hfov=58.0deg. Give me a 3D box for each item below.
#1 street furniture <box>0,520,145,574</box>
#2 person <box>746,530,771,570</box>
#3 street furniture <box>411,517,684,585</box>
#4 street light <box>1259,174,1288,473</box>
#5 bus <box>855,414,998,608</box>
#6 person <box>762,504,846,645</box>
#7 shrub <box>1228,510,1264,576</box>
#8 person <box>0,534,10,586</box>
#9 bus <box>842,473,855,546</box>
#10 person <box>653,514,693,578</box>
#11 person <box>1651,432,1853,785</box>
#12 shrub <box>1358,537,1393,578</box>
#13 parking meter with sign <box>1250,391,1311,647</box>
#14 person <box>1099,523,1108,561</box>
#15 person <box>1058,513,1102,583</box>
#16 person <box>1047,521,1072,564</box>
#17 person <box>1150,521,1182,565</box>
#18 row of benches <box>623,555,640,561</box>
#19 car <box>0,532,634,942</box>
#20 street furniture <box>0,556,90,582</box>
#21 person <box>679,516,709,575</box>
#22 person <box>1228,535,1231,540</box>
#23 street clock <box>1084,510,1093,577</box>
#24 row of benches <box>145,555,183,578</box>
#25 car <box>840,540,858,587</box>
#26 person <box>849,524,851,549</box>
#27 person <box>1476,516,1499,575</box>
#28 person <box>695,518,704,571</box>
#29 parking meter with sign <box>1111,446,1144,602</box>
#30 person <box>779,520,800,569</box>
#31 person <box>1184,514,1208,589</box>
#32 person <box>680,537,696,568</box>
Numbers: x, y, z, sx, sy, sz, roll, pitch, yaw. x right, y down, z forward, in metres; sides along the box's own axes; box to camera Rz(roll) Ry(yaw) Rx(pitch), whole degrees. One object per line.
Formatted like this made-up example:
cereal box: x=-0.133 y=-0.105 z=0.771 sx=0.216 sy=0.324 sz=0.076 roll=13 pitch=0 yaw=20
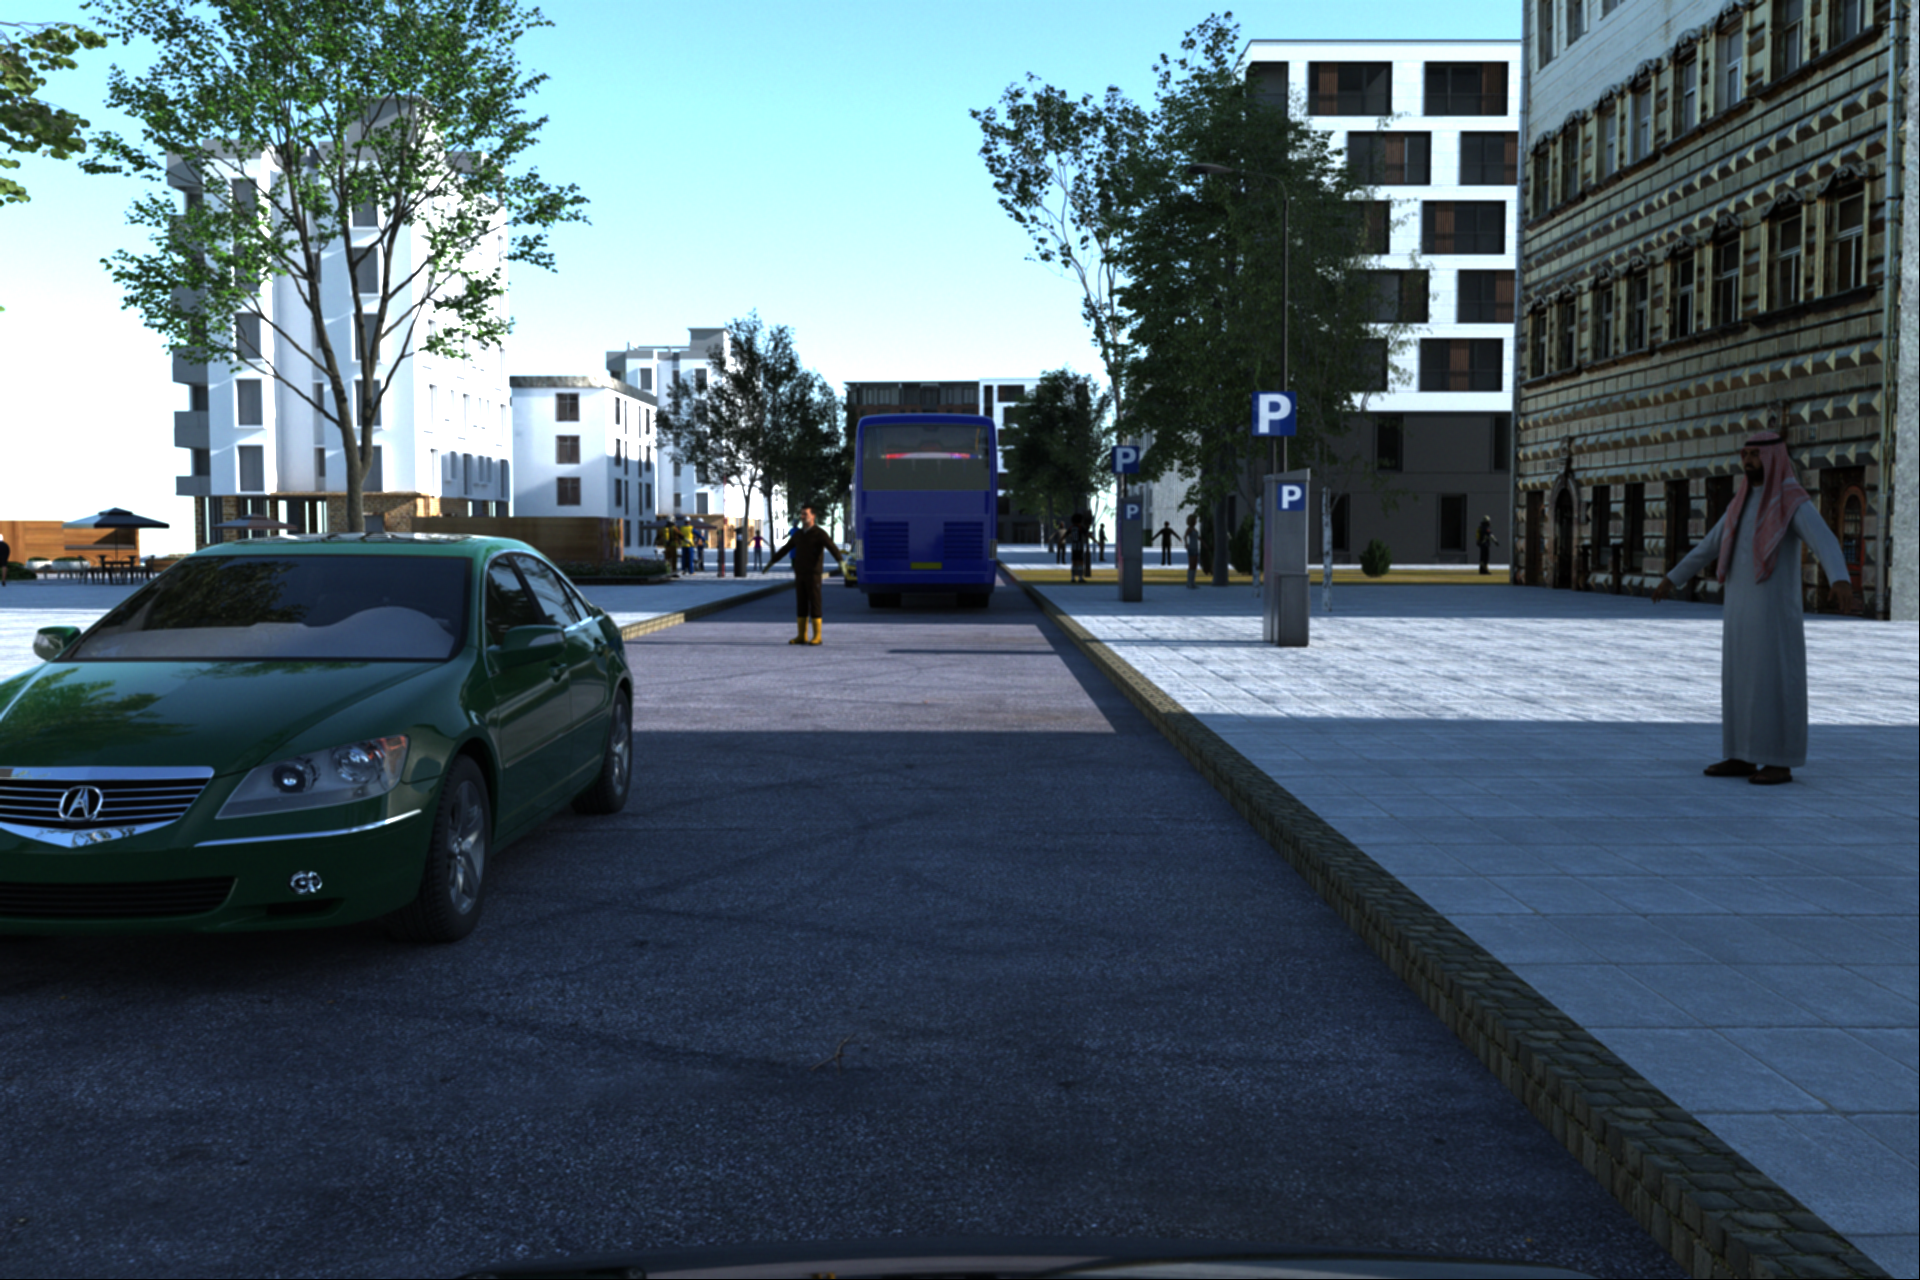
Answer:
street furniture: x=-32.022 y=-3.218 z=59.462 sx=11.010 sy=1.723 sz=9.812 roll=-2 pitch=4 yaw=-35
person: x=-7.216 y=-3.206 z=61.686 sx=0.991 sy=1.433 sz=0.599 roll=-1 pitch=4 yaw=-19
street furniture: x=-10.646 y=-2.354 z=45.339 sx=11.010 sy=1.723 sz=9.812 roll=0 pitch=4 yaw=-4
street light: x=4.627 y=-3.018 z=21.887 sx=1.470 sy=5.913 sz=1.316 roll=0 pitch=3 yaw=0
bus: x=-0.624 y=-2.756 z=36.606 sx=2.896 sy=3.916 sz=12.251 roll=0 pitch=4 yaw=0
person: x=-1.978 y=-0.846 z=22.433 sx=1.346 sy=1.812 sz=0.704 roll=2 pitch=4 yaw=33
shrub: x=9.067 y=-3.009 z=53.612 sx=1.690 sy=2.028 sz=1.600 roll=0 pitch=3 yaw=0
person: x=-23.821 y=-2.057 z=42.865 sx=0.799 sy=1.438 sz=0.628 roll=1 pitch=4 yaw=12
bus: x=-2.393 y=-4.382 z=63.199 sx=2.896 sy=3.916 sz=12.251 roll=0 pitch=4 yaw=0
person: x=-8.493 y=-2.766 z=50.985 sx=1.354 sy=1.858 sz=0.705 roll=2 pitch=4 yaw=24
person: x=4.154 y=-0.176 z=9.027 sx=0.704 sy=1.811 sz=1.347 roll=-1 pitch=4 yaw=-18
shrub: x=12.285 y=-2.451 z=51.183 sx=1.383 sy=1.207 sz=1.383 roll=0 pitch=3 yaw=0
parking meter with sign: x=3.818 y=-1.477 z=20.407 sx=0.543 sy=3.016 sz=1.738 roll=0 pitch=4 yaw=1
person: x=6.747 y=-4.629 z=81.956 sx=0.705 sy=1.796 sz=1.348 roll=0 pitch=4 yaw=-8
person: x=3.130 y=-2.429 z=45.861 sx=1.345 sy=1.843 sz=0.704 roll=2 pitch=4 yaw=35
person: x=4.289 y=-4.105 z=73.239 sx=1.348 sy=1.813 sz=0.705 roll=-1 pitch=4 yaw=-15
person: x=8.485 y=-3.977 z=71.216 sx=1.347 sy=1.806 sz=0.705 roll=0 pitch=4 yaw=-3
row of benches: x=-11.535 y=-2.263 z=52.457 sx=4.104 sy=0.672 sz=1.422 roll=0 pitch=4 yaw=7
car: x=-2.648 y=0.257 z=7.588 sx=2.131 sy=1.459 sz=4.920 roll=0 pitch=3 yaw=0
street furniture: x=-29.782 y=-2.041 z=49.002 sx=10.072 sy=0.657 sz=5.734 roll=1 pitch=4 yaw=20
person: x=-8.563 y=-2.966 z=54.460 sx=1.349 sy=1.833 sz=0.705 roll=0 pitch=4 yaw=6
person: x=10.634 y=-3.934 z=70.513 sx=1.347 sy=1.806 sz=0.705 roll=-3 pitch=4 yaw=-37
street clock: x=3.786 y=-2.859 z=51.310 sx=0.358 sy=2.002 sz=0.471 roll=0 pitch=4 yaw=0
row of benches: x=-21.742 y=-2.177 z=51.054 sx=4.104 sy=0.672 sz=1.422 roll=-1 pitch=4 yaw=-21
car: x=-2.270 y=-2.303 z=47.885 sx=2.015 sy=1.641 sz=3.980 roll=0 pitch=3 yaw=0
person: x=-5.013 y=-4.583 z=81.150 sx=0.704 sy=1.802 sz=1.346 roll=0 pitch=4 yaw=-2
person: x=16.646 y=-3.001 z=54.839 sx=0.705 sy=1.856 sz=1.354 roll=-1 pitch=4 yaw=-10
person: x=-9.126 y=-3.352 z=60.659 sx=0.705 sy=1.847 sz=1.347 roll=-1 pitch=4 yaw=-13
parking meter with sign: x=3.270 y=-2.275 z=33.456 sx=0.543 sy=3.016 sz=1.738 roll=0 pitch=4 yaw=0
person: x=-6.063 y=-3.514 z=63.581 sx=1.347 sy=1.817 sz=0.704 roll=2 pitch=4 yaw=32
person: x=5.538 y=-2.083 z=40.676 sx=0.721 sy=1.753 sz=1.214 roll=2 pitch=4 yaw=31
person: x=-10.243 y=-3.590 z=65.416 sx=0.721 sy=1.740 sz=1.216 roll=-3 pitch=4 yaw=-39
